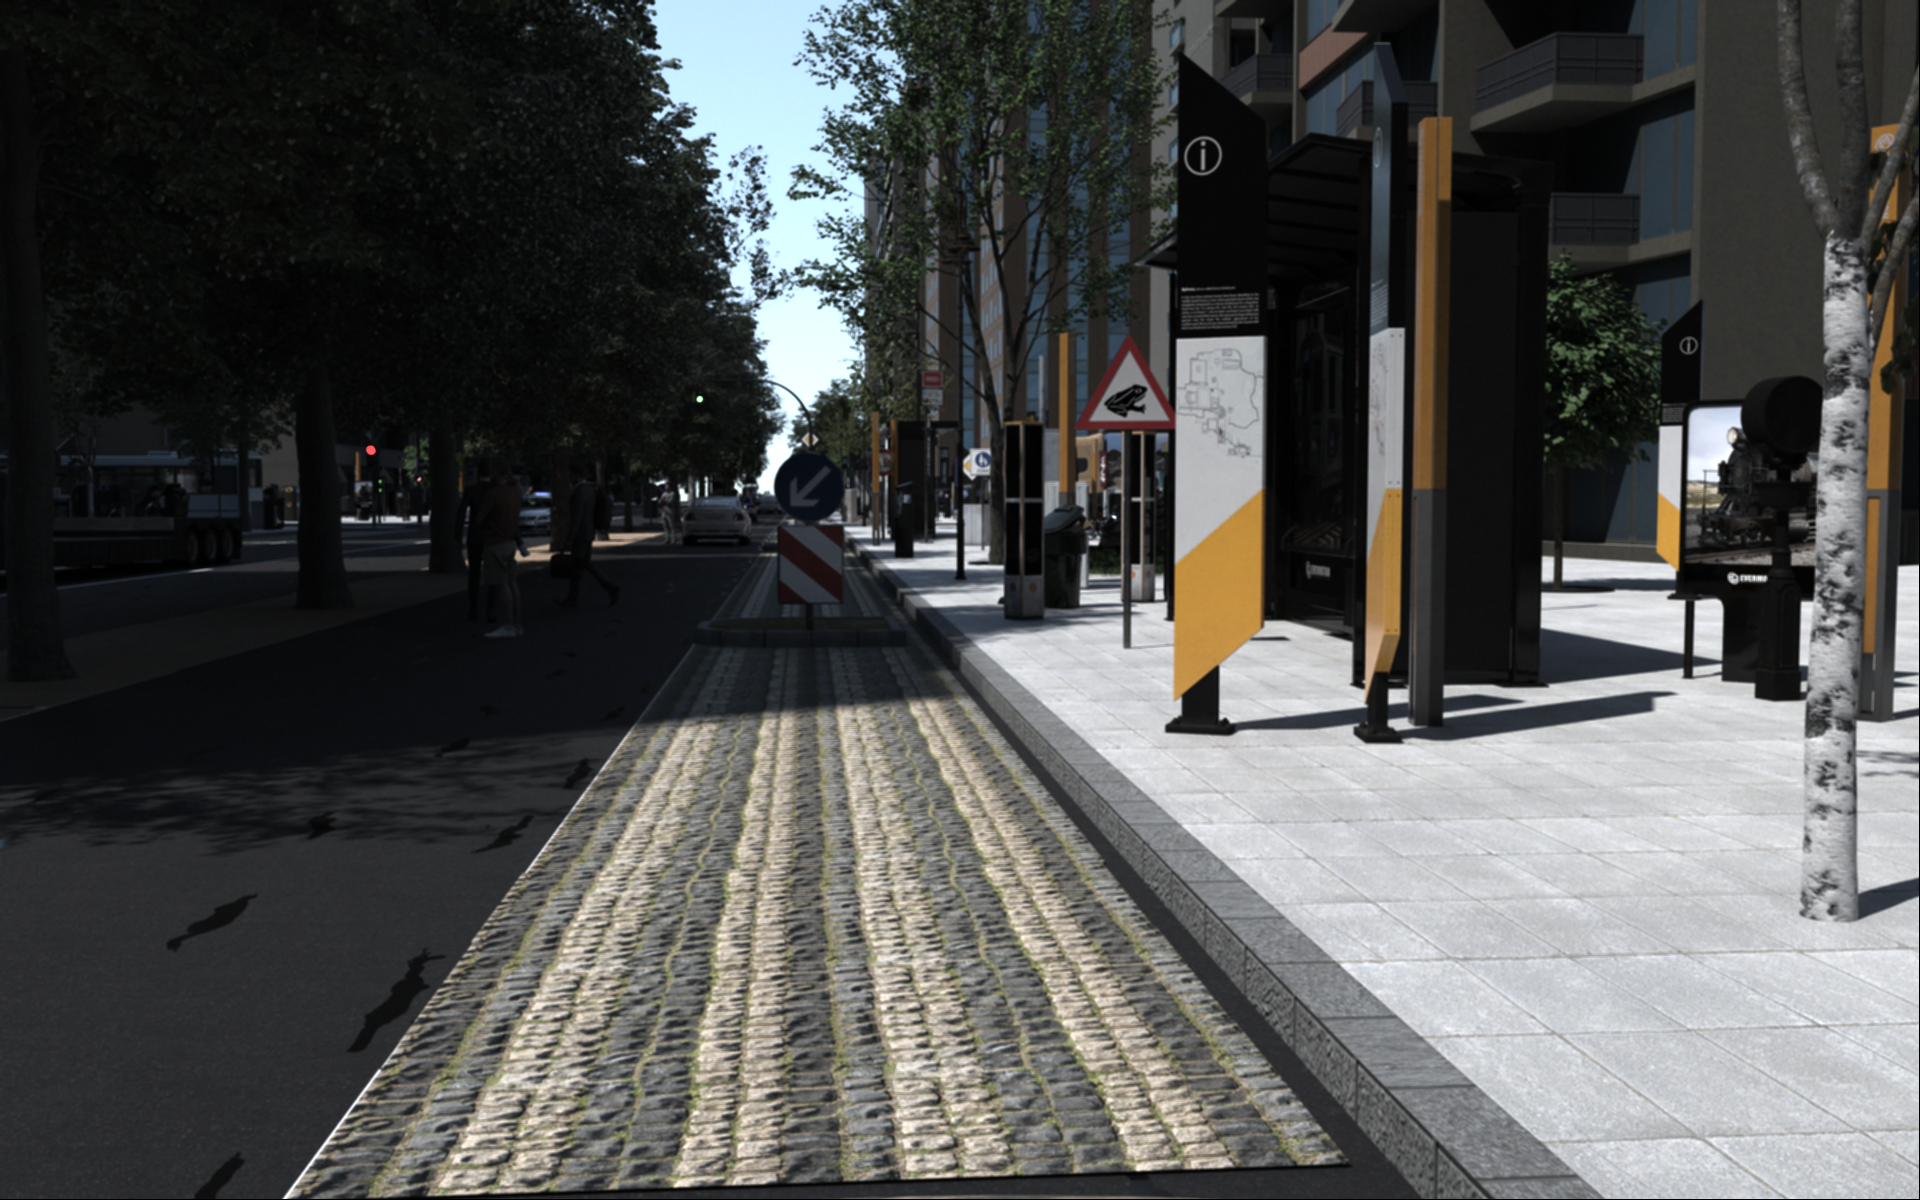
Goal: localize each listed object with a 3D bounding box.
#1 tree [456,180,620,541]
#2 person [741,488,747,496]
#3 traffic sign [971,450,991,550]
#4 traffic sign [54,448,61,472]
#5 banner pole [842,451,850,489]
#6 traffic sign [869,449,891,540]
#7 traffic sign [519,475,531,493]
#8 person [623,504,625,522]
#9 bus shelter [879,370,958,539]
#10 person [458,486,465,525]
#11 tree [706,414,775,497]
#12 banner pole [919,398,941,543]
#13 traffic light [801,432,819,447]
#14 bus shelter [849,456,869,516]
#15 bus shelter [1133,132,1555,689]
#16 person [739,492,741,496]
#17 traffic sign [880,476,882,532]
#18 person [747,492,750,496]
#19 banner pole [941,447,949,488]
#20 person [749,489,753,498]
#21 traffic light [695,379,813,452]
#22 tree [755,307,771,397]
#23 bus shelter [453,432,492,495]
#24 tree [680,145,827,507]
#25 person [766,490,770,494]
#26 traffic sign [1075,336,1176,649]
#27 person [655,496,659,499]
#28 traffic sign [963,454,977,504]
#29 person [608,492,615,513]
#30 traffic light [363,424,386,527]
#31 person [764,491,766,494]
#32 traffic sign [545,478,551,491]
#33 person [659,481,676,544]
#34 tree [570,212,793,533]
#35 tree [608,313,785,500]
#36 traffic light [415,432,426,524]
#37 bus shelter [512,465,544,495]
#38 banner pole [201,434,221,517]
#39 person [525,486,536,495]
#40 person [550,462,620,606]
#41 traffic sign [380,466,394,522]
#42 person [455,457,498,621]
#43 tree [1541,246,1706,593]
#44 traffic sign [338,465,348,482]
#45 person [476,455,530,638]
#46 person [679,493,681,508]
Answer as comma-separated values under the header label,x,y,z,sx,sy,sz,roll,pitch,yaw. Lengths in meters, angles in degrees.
label,x,y,z,sx,sy,sz,roll,pitch,yaw
tree,-10.967,-7.593,52.354,9.928,11.665,9.643,0,3,0
person,-14.537,-6.599,116.408,0.388,1.821,0.555,2,4,24
traffic sign,0.523,-2.277,39.365,0.606,2.300,0.079,0,4,-5
traffic sign,-23.999,-2.776,45.500,0.768,2.556,0.104,0,4,-2
banner pole,-6.557,-6.754,100.438,0.401,3.779,0.863,-3,5,-44
traffic sign,-2.158,-2.969,48.645,0.768,2.556,0.104,0,4,-1
traffic sign,-29.369,-7.147,116.957,0.768,2.556,0.104,0,4,-4
person,-17.283,-4.708,89.748,0.394,1.301,0.425,-2,4,-32
bus shelter,-1.396,-4.656,53.756,2.179,5.291,8.768,0,4,-5
person,-22.962,-4.314,79.137,0.767,1.812,0.694,3,5,42
tree,-18.688,-12.308,138.099,8.767,10.594,7.601,0,4,-5
banner pole,-0.839,-3.363,44.998,0.401,3.779,0.863,-1,4,-11
traffic light,-6.656,-5.375,76.797,0.839,4.253,0.868,0,4,-5
bus shelter,-4.853,-6.068,93.127,2.014,3.302,5.546,0,4,-5
bus shelter,2.860,-1.418,14.471,1.731,3.624,6.357,0,4,-5
person,-38.807,-18.084,304.892,1.217,1.735,0.721,-3,5,-39
traffic sign,-2.652,-3.461,58.714,0.606,2.300,0.079,0,4,4
person,-31.393,-15.105,256.168,1.217,1.736,0.721,-3,5,-44
banner pole,-0.861,-5.579,81.237,0.863,3.779,0.401,-2,4,-33
person,-15.228,-7.174,125.801,0.388,1.821,0.555,-1,4,-20
traffic light,-8.019,-5.740,68.516,4.771,5.953,1.251,0,4,-5
tree,-13.240,-10.452,79.998,9.857,13.997,8.962,0,3,0
bus shelter,-28.491,-7.514,100.482,2.179,5.291,8.768,0,4,-5
tree,-13.228,-14.330,92.647,12.611,20.169,13.585,0,3,0
person,-19.388,-10.189,175.181,1.348,1.812,0.705,0,4,4
traffic sign,1.386,-0.875,14.306,0.884,2.594,0.081,0,4,2
person,-31.521,-10.513,181.093,0.721,1.736,1.217,-3,5,-41
traffic sign,0.326,-2.790,46.807,0.795,2.450,0.064,0,4,-4
person,-27.046,-7.580,134.240,0.589,1.601,0.330,0,4,-5
traffic light,-22.786,-4.795,67.325,0.839,4.253,0.868,0,4,-5
person,-22.687,-11.848,202.227,1.348,1.822,0.705,3,4,38
traffic sign,-32.403,-8.355,136.713,0.768,2.556,0.104,0,4,3
person,-8.379,-2.496,49.489,0.511,1.800,0.466,2,4,27
tree,-12.217,-9.202,63.277,12.009,13.543,11.850,0,3,0
tree,-15.510,-11.281,103.906,9.611,12.733,9.660,0,3,0
traffic light,-21.423,-6.167,75.499,4.771,5.953,1.251,0,4,-5
bus shelter,-31.198,-7.962,124.109,2.014,3.302,5.546,0,4,-5
banner pole,-28.011,-4.579,64.882,0.863,3.779,0.401,-1,4,-22
person,-19.419,-4.277,78.673,0.600,1.795,0.529,3,4,38
person,-4.779,-0.832,22.066,0.822,1.834,0.622,0,4,-3
traffic sign,-26.778,-4.923,80.498,0.884,2.594,0.081,0,4,-4
person,-5.402,-0.692,19.595,0.659,1.850,0.755,-1,4,-21
tree,7.963,-2.410,23.120,4.285,4.588,4.351,0,3,0
traffic sign,-28.188,-4.804,78.556,0.884,2.594,0.081,0,4,0
person,-4.602,-0.547,17.425,0.573,1.828,0.580,-2,4,-33
person,-29.386,-10.446,180.768,0.415,1.643,0.593,-3,4,-37
